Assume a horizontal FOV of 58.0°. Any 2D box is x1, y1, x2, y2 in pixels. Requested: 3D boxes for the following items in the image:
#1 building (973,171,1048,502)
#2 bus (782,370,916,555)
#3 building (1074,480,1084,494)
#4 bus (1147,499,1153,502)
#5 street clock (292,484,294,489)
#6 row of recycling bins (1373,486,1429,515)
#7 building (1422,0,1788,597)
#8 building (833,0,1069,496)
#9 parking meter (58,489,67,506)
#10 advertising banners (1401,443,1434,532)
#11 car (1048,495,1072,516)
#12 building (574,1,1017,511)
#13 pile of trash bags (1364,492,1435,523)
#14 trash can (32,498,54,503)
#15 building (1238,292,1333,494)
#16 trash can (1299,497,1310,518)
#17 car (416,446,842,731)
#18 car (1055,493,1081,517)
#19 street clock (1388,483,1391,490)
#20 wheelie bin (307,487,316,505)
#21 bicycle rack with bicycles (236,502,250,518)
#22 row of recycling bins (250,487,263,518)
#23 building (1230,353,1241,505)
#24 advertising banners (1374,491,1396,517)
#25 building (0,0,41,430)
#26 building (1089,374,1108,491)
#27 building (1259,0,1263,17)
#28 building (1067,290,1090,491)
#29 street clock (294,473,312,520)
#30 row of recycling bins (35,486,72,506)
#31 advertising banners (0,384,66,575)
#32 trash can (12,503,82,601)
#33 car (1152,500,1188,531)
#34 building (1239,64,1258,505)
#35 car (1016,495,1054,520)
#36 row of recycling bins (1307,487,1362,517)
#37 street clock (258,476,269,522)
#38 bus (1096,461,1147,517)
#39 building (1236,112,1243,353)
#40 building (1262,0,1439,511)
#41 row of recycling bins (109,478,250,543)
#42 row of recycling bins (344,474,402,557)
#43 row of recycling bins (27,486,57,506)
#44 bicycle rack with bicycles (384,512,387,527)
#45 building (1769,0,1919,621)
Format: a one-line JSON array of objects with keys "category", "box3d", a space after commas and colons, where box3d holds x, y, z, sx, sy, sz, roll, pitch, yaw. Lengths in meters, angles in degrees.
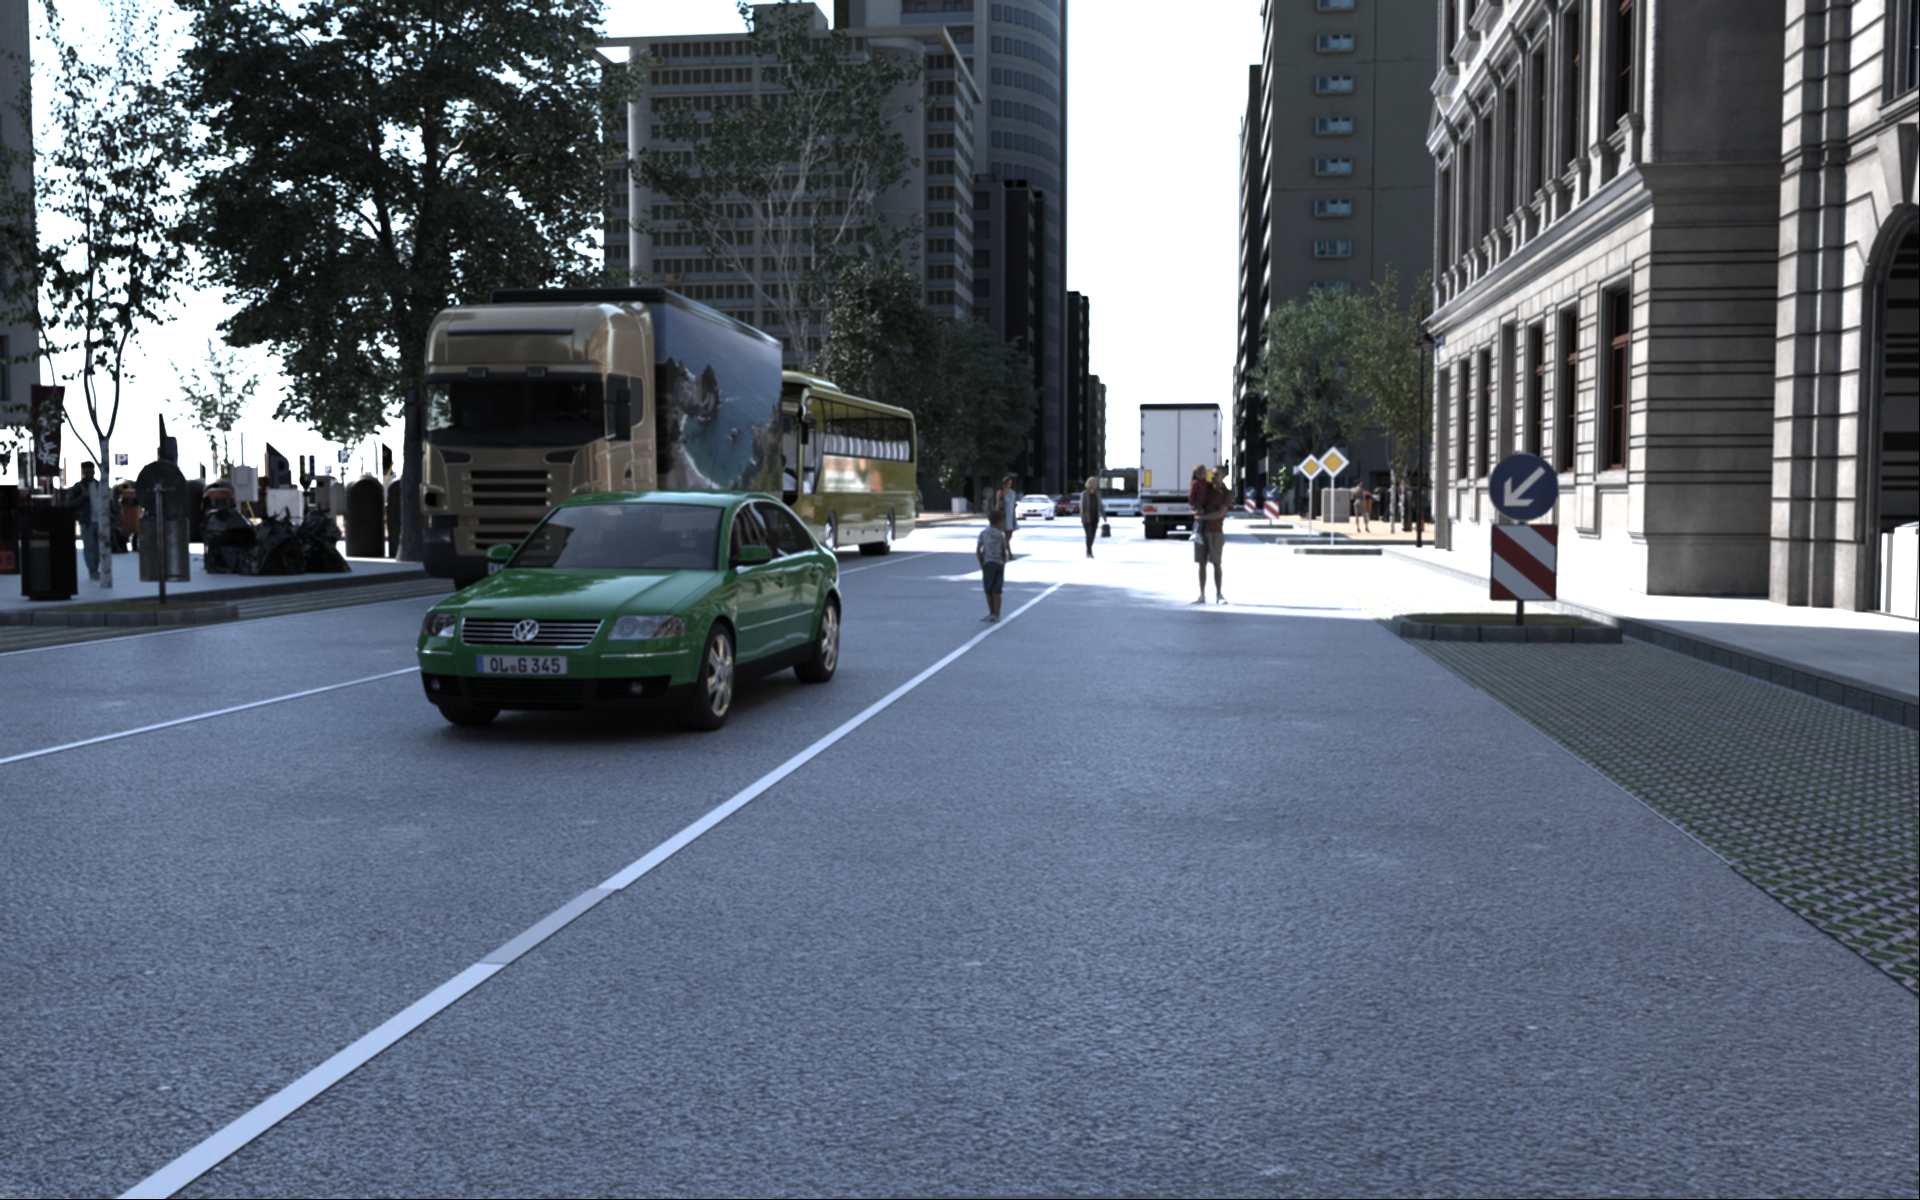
[{"category": "building", "box3d": [0.425, -23.692, 159.062, 14.160, 30.474, 14.107, 0, 4, 8]}, {"category": "bus", "box3d": [-3.288, -2.838, 37.946, 2.896, 3.916, 12.252, 1, 4, 9]}, {"category": "building", "box3d": [-0.286, -32.552, 224.112, 32.217, 40.220, 23.993, 0, 4, 8]}, {"category": "bus", "box3d": [16.766, -9.981, 158.050, 2.948, 3.499, 13.247, 1, 4, 9]}, {"category": "street clock", "box3d": [-45.713, -6.998, 118.994, 0.358, 2.002, 0.471, 3, 4, 39]}, {"category": "row of recycling bins", "box3d": [25.742, -5.771, 101.463, 1.069, 1.692, 3.534, -3, 5, -39]}, {"category": "building", "box3d": [14.874, -11.865, 30.144, 11.583, 22.565, 21.152, 0, 4, 8]}, {"category": "building", "box3d": [-0.299, -39.007, 179.758, 21.231, 58.520, 28.212, 0, 4, 8]}, {"category": "parking meter", "box3d": [-41.902, -4.434, 80.908, 0.372, 1.533, 0.369, 0, 3, 0]}, {"category": "advertising banners", "box3d": [15.813, -3.872, 59.494, 2.074, 3.025, 0.090, -3, 5, -43]}, {"category": "car", "box3d": [6.580, -6.418, 117.303, 2.083, 1.381, 4.827, 1, 4, 8]}, {"category": "building", "box3d": [-11.866, -27.468, 140.975, 32.217, 40.220, 23.993, 0, 4, 8]}, {"category": "pile of trash bags", "box3d": [19.639, -4.170, 77.932, 3.447, 1.369, 1.912, 0, 4, -6]}, {"category": "trash can", "box3d": [-31.836, -2.962, 60.079, 0.748, 1.137, 0.748, 0, 3, 0]}, {"category": "building", "box3d": [46.486, -29.021, 246.195, 14.160, 30.474, 14.107, 0, 4, 8]}, {"category": "trash can", "box3d": [18.684, -5.018, 93.693, 0.748, 1.137, 0.748, 0, 3, 0]}, {"category": "car", "box3d": [-2.078, -0.196, 11.995, 1.959, 1.807, 4.718, 1, 4, 9]}, {"category": "car", "box3d": [7.143, -6.194, 110.313, 2.155, 1.783, 4.494, 0, 4, 8]}, {"category": "street clock", "box3d": [27.586, -6.507, 110.955, 0.358, 2.002, 0.471, 0, 4, 0]}, {"category": "wheelie bin", "box3d": [-27.332, -4.030, 73.793, 0.980, 1.594, 0.693, -1, 4, -14]}, {"category": "bicycle rack with bicycles", "box3d": [-35.371, -4.247, 82.813, 2.852, 0.926, 2.925, -2, 4, -30]}, {"category": "row of recycling bins", "box3d": [-38.390, -5.256, 93.041, 1.069, 1.692, 3.534, 0, 4, 3]}, {"category": "building", "box3d": [49.392, -23.204, 224.422, 27.650, 21.520, 28.899, 0, 4, 8]}, {"category": "advertising banners", "box3d": [24.498, -6.247, 98.325, 2.074, 3.025, 0.090, -1, 4, -8]}, {"category": "building", "box3d": [-29.212, -21.613, 36.967, 14.086, 41.232, 14.154, 0, 4, 8]}, {"category": "building", "box3d": [8.008, -25.710, 265.390, 27.650, 21.520, 28.899, 0, 4, 8]}, {"category": "building", "box3d": [42.778, -35.011, 161.668, 28.713, 52.752, 27.495, 0, 4, 8]}, {"category": "building", "box3d": [10.798, -28.817, 242.866, 14.160, 30.474, 14.107, 0, 4, 8]}, {"category": "street clock", "box3d": [-22.716, -3.400, 60.166, 0.358, 2.002, 0.471, 1, 4, 14]}, {"category": "row of recycling bins", "box3d": [-43.151, -4.753, 84.827, 1.069, 1.692, 3.534, 3, 4, 36]}, {"category": "advertising banners", "box3d": [-15.275, -1.916, 27.522, 2.074, 3.025, 0.090, -1, 4, -11]}, {"category": "trash can", "box3d": [-11.013, -0.567, 20.928, 0.748, 1.137, 0.748, 0, 3, 0]}, {"category": "car", "box3d": [8.338, -3.478, 68.865, 2.014, 1.417, 4.499, 0, 4, 7]}, {"category": "building", "box3d": [41.409, -34.434, 186.703, 21.300, 48.544, 21.600, 0, 4, 8]}, {"category": "car", "box3d": [4.182, -5.099, 95.735, 2.083, 1.381, 4.827, 0, 4, 7]}, {"category": "row of recycling bins", "box3d": [21.650, -5.665, 99.730, 3.534, 1.692, 1.069, -1, 4, -19]}, {"category": "street clock", "box3d": [-27.661, -3.930, 68.828, 0.471, 2.002, 0.358, 3, 5, 45]}, {"category": "bus", "box3d": [10.663, -7.206, 112.682, 2.948, 3.499, 13.247, 1, 4, 8]}, {"category": "building", "box3d": [53.078, -44.267, 265.764, 21.231, 58.520, 28.212, 0, 4, 8]}, {"category": "building", "box3d": [35.137, -31.462, 138.101, 21.300, 48.544, 21.600, 0, 4, 8]}, {"category": "row of recycling bins", "box3d": [-20.851, -2.374, 45.926, 3.534, 1.692, 1.069, 1, 4, 10]}, {"category": "row of recycling bins", "box3d": [-10.806, -1.734, 35.457, 3.534, 1.692, 1.069, 0, 4, -4]}, {"category": "row of recycling bins", "box3d": [-51.666, -5.416, 95.664, 1.069, 1.692, 3.534, 0, 4, 8]}, {"category": "bicycle rack with bicycles", "box3d": [-20.867, -3.101, 64.085, 2.852, 0.926, 2.925, 0, 4, -2]}, {"category": "building", "box3d": [13.803, -10.137, 7.544, 13.314, 21.916, 24.055, 0, 4, 8]}]
